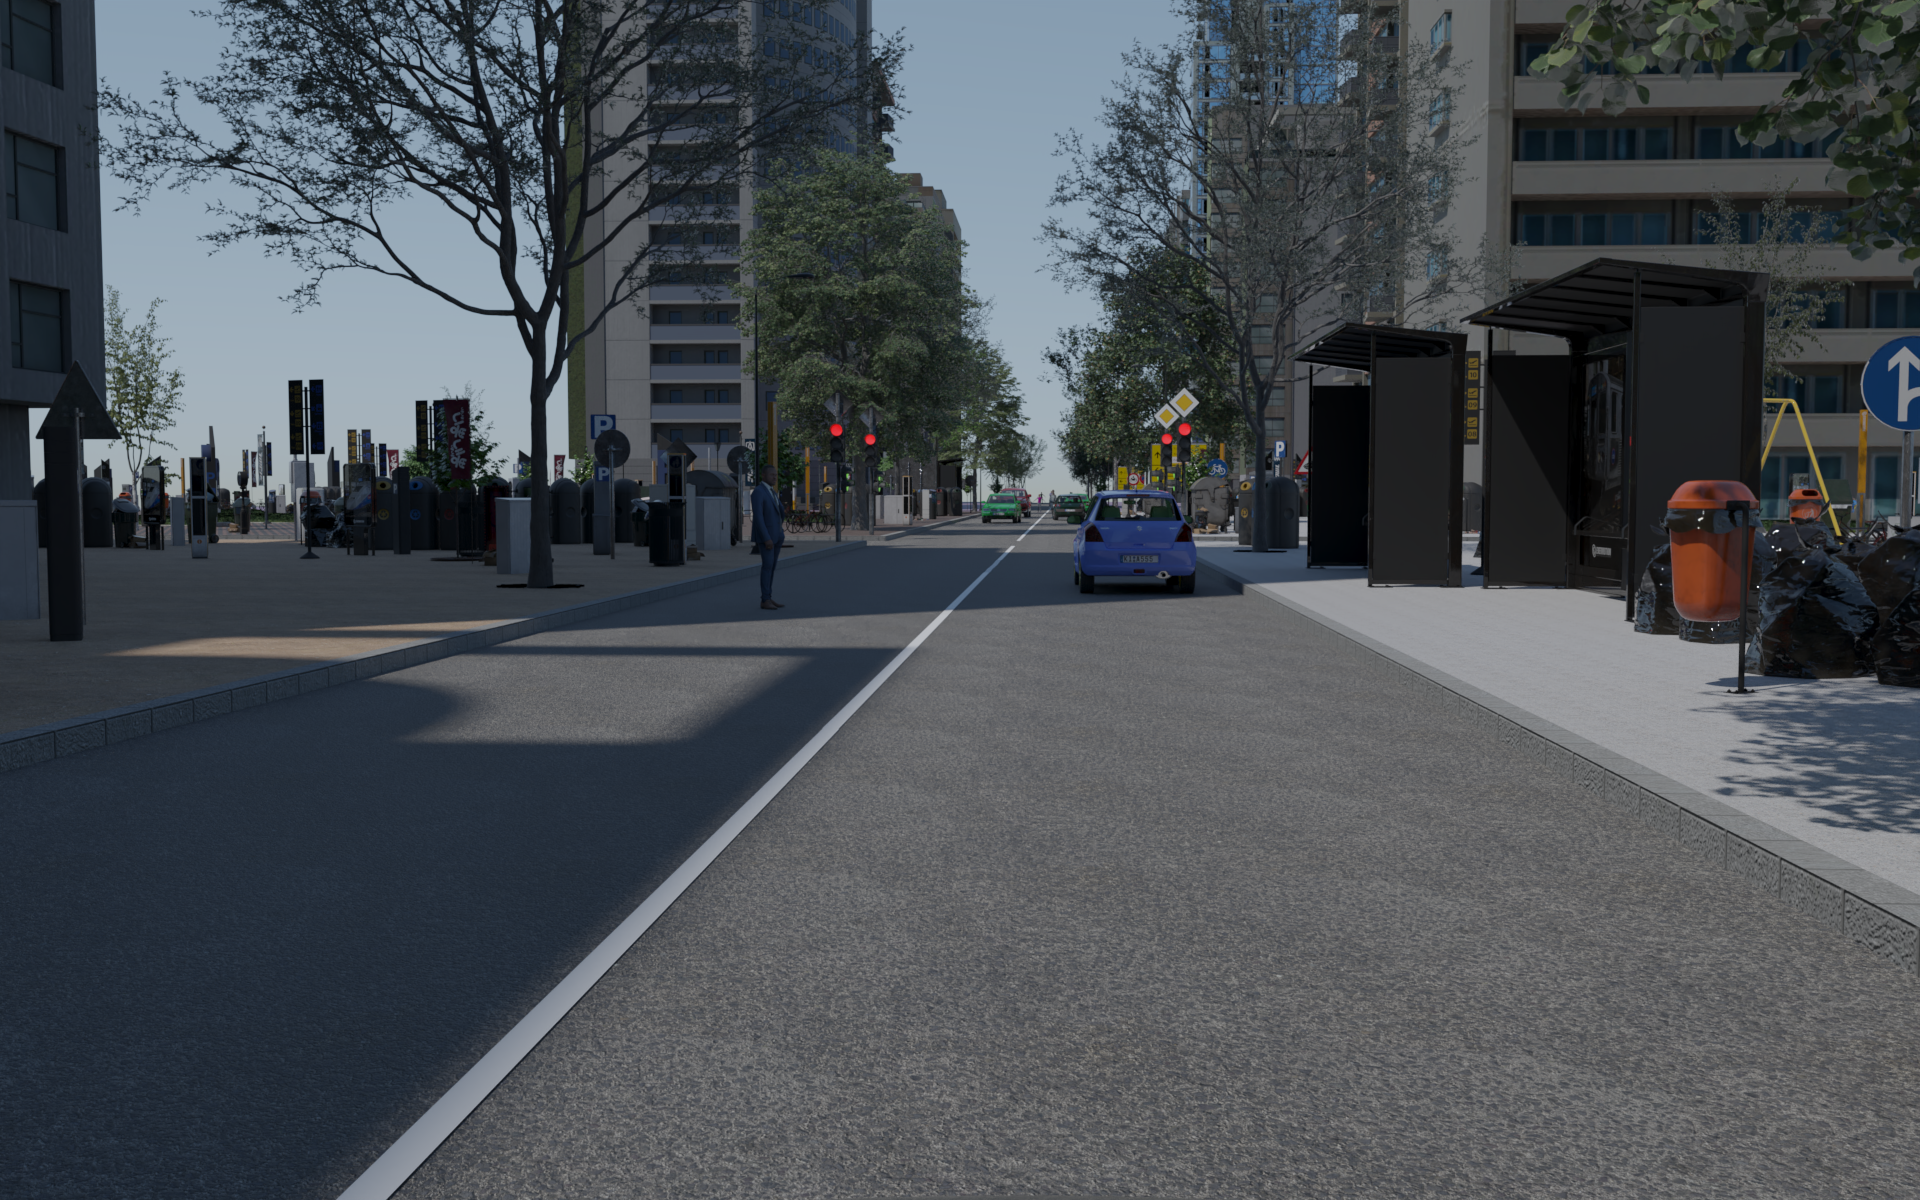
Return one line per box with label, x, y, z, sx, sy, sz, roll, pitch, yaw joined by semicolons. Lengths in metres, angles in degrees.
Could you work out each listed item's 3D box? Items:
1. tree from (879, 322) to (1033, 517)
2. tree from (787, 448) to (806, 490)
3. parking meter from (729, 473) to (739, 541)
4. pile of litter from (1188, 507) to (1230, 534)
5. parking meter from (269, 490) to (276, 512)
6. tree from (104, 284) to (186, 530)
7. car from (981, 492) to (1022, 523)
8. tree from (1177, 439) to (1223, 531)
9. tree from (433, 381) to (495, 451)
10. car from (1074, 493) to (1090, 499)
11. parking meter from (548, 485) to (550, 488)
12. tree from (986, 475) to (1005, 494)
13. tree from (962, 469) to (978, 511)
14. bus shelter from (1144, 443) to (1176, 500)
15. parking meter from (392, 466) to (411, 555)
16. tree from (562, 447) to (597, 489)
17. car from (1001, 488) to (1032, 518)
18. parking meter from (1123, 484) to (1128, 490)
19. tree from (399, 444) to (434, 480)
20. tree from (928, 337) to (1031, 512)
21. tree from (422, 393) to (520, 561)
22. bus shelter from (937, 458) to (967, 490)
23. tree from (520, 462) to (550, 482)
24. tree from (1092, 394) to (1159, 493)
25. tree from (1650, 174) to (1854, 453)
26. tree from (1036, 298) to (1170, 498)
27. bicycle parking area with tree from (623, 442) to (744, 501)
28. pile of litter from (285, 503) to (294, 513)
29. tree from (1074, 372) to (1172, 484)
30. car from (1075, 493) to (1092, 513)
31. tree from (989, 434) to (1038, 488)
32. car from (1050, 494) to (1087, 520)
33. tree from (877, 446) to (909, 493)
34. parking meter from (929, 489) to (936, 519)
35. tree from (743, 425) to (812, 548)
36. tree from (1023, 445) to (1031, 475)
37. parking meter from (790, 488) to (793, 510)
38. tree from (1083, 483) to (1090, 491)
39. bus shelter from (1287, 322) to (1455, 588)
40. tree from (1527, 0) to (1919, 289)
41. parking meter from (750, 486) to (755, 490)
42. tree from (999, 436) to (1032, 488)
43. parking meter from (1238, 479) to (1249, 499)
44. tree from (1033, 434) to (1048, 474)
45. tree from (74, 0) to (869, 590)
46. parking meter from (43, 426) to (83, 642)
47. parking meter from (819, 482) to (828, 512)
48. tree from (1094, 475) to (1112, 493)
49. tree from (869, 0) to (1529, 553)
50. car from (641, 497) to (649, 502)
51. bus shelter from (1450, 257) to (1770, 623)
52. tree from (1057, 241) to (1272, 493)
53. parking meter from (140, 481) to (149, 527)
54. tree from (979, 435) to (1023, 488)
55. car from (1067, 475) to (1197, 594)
tree;-1.611;-10.606;99.166;9.928;11.665;9.643;0;3;0
tree;-12.173;-8.380;120.724;4.285;4.588;4.351;0;3;0
parking meter;-6.156;-2.539;47.222;0.255;1.863;0.399;0;4;0
pile of litter;7.879;-2.572;56.017;1.719;0.858;1.176;1;4;15
parking meter;-38.371;-5.399;96.680;0.372;1.533;0.369;0;3;0
tree;-28.981;-6.743;60.607;4.737;8.622;4.395;0;3;0
car;2.085;-4.733;86.188;1.959;1.807;4.718;0;4;5
tree;8.490;-4.073;61.203;1.663;3.219;1.824;0;3;0
tree;-32.414;-9.927;112.664;4.360;8.622;3.978;0;3;0
car;9.647;-8.144;142.198;2.155;1.783;4.494;0;4;2
parking meter;-27.303;-6.660;114.598;0.255;1.863;0.399;-3;5;-41
tree;3.717;-10.865;172.239;1.663;3.219;1.824;0;3;0
tree;0.690;-8.538;134.196;1.663;3.219;1.824;0;3;0
bus shelter;12.267;-7.689;103.345;2.179;5.291;8.768;0;4;3
parking meter;-11.890;-1.905;36.855;0.255;1.863;0.399;-3;5;-40
tree;-15.324;-4.696;71.377;1.663;3.219;1.824;0;3;0
car;3.318;-6.024;107.163;2.281;1.827;5.304;0;4;5
parking meter;10.017;-6.012;104.014;0.399;1.863;0.255;0;4;-2
tree;-31.896;-7.306;103.170;4.285;4.588;4.351;0;3;0
tree;1.489;-12.698;125.731;7.486;12.596;7.792;0;3;0
tree;-9.681;-2.362;33.225;1.663;3.219;1.824;0;3;0
bus shelter;-0.551;-7.605;115.617;1.731;3.624;6.357;0;4;4
tree;-22.338;-5.888;90.873;1.663;3.219;1.824;0;3;0
tree;11.734;-9.996;113.789;4.360;8.622;3.978;0;3;0
tree;17.904;-5.447;39.415;4.360;8.622;3.978;0;3;0
tree;12.984;-18.200;153.456;12.611;20.169;13.585;0;3;0
bicycle parking area with tree;-16.051;-6.653;95.783;8.231;4.147;9.016;1;4;10
pile of litter;-32.193;-4.197;82.583;1.176;0.858;1.719;1;4;21
tree;11.827;-11.457;121.729;8.767;10.594;7.601;-1;4;-16
car;7.534;-6.269;111.302;1.959;1.807;4.718;0;4;4
tree;7.239;-18.531;237.399;7.601;10.594;8.767;0;4;2
car;5.985;-5.234;95.355;2.009;1.686;4.222;0;4;2
tree;-4.092;-8.048;115.297;4.285;4.588;4.351;0;3;0
parking meter;-1.384;-4.848;87.681;0.372;1.533;0.369;0;3;0
tree;-4.383;-2.878;41.654;1.663;3.219;1.824;0;3;0
tree;6.151;-15.550;204.604;4.737;8.622;4.395;0;3;0
parking meter;-12.060;-7.193;123.311;0.255;1.863;0.399;3;5;40
tree;21.869;-20.458;284.854;4.360;8.622;3.978;0;3;0
bus shelter;6.302;-2.168;26.732;1.731;3.624;6.357;0;4;3
tree;4.927;-6.062;5.764;9.857;13.997;8.962;0;3;0
parking meter;-15.397;-7.523;128.709;0.399;1.863;0.255;1;4;14
tree;6.041;-16.528;220.589;4.360;8.622;3.978;0;3;0
parking meter;11.104;-3.796;67.768;0.399;1.863;0.255;0;4;-4
tree;10.491;-22.172;288.259;9.928;11.665;9.643;0;3;0
tree;-5.735;-6.918;23.473;12.009;13.543;11.850;0;3;0
parking meter;-7.870;-0.581;15.204;0.255;1.863;0.399;-2;4;-25
parking meter;-6.564;-4.757;83.483;0.399;1.863;0.255;-3;5;-42
tree;13.857;-10.759;170.516;1.663;3.219;1.824;0;3;0
tree;6.523;-7.781;37.597;12.009;13.543;11.850;0;3;0
car;-8.971;-2.310;50.123;4.827;1.381;2.083;0;4;4
bus shelter;7.387;-1.773;20.271;1.731;3.624;6.357;0;4;3
tree;9.040;-9.766;76.682;9.611;12.733;9.660;0;3;0
parking meter;-31.970;-3.813;68.047;0.255;1.863;0.399;1;4;18
tree;3.979;-14.706;190.797;4.737;8.622;4.395;0;3;0
car;2.597;-1.020;26.270;1.945;1.707;3.694;0;4;2
